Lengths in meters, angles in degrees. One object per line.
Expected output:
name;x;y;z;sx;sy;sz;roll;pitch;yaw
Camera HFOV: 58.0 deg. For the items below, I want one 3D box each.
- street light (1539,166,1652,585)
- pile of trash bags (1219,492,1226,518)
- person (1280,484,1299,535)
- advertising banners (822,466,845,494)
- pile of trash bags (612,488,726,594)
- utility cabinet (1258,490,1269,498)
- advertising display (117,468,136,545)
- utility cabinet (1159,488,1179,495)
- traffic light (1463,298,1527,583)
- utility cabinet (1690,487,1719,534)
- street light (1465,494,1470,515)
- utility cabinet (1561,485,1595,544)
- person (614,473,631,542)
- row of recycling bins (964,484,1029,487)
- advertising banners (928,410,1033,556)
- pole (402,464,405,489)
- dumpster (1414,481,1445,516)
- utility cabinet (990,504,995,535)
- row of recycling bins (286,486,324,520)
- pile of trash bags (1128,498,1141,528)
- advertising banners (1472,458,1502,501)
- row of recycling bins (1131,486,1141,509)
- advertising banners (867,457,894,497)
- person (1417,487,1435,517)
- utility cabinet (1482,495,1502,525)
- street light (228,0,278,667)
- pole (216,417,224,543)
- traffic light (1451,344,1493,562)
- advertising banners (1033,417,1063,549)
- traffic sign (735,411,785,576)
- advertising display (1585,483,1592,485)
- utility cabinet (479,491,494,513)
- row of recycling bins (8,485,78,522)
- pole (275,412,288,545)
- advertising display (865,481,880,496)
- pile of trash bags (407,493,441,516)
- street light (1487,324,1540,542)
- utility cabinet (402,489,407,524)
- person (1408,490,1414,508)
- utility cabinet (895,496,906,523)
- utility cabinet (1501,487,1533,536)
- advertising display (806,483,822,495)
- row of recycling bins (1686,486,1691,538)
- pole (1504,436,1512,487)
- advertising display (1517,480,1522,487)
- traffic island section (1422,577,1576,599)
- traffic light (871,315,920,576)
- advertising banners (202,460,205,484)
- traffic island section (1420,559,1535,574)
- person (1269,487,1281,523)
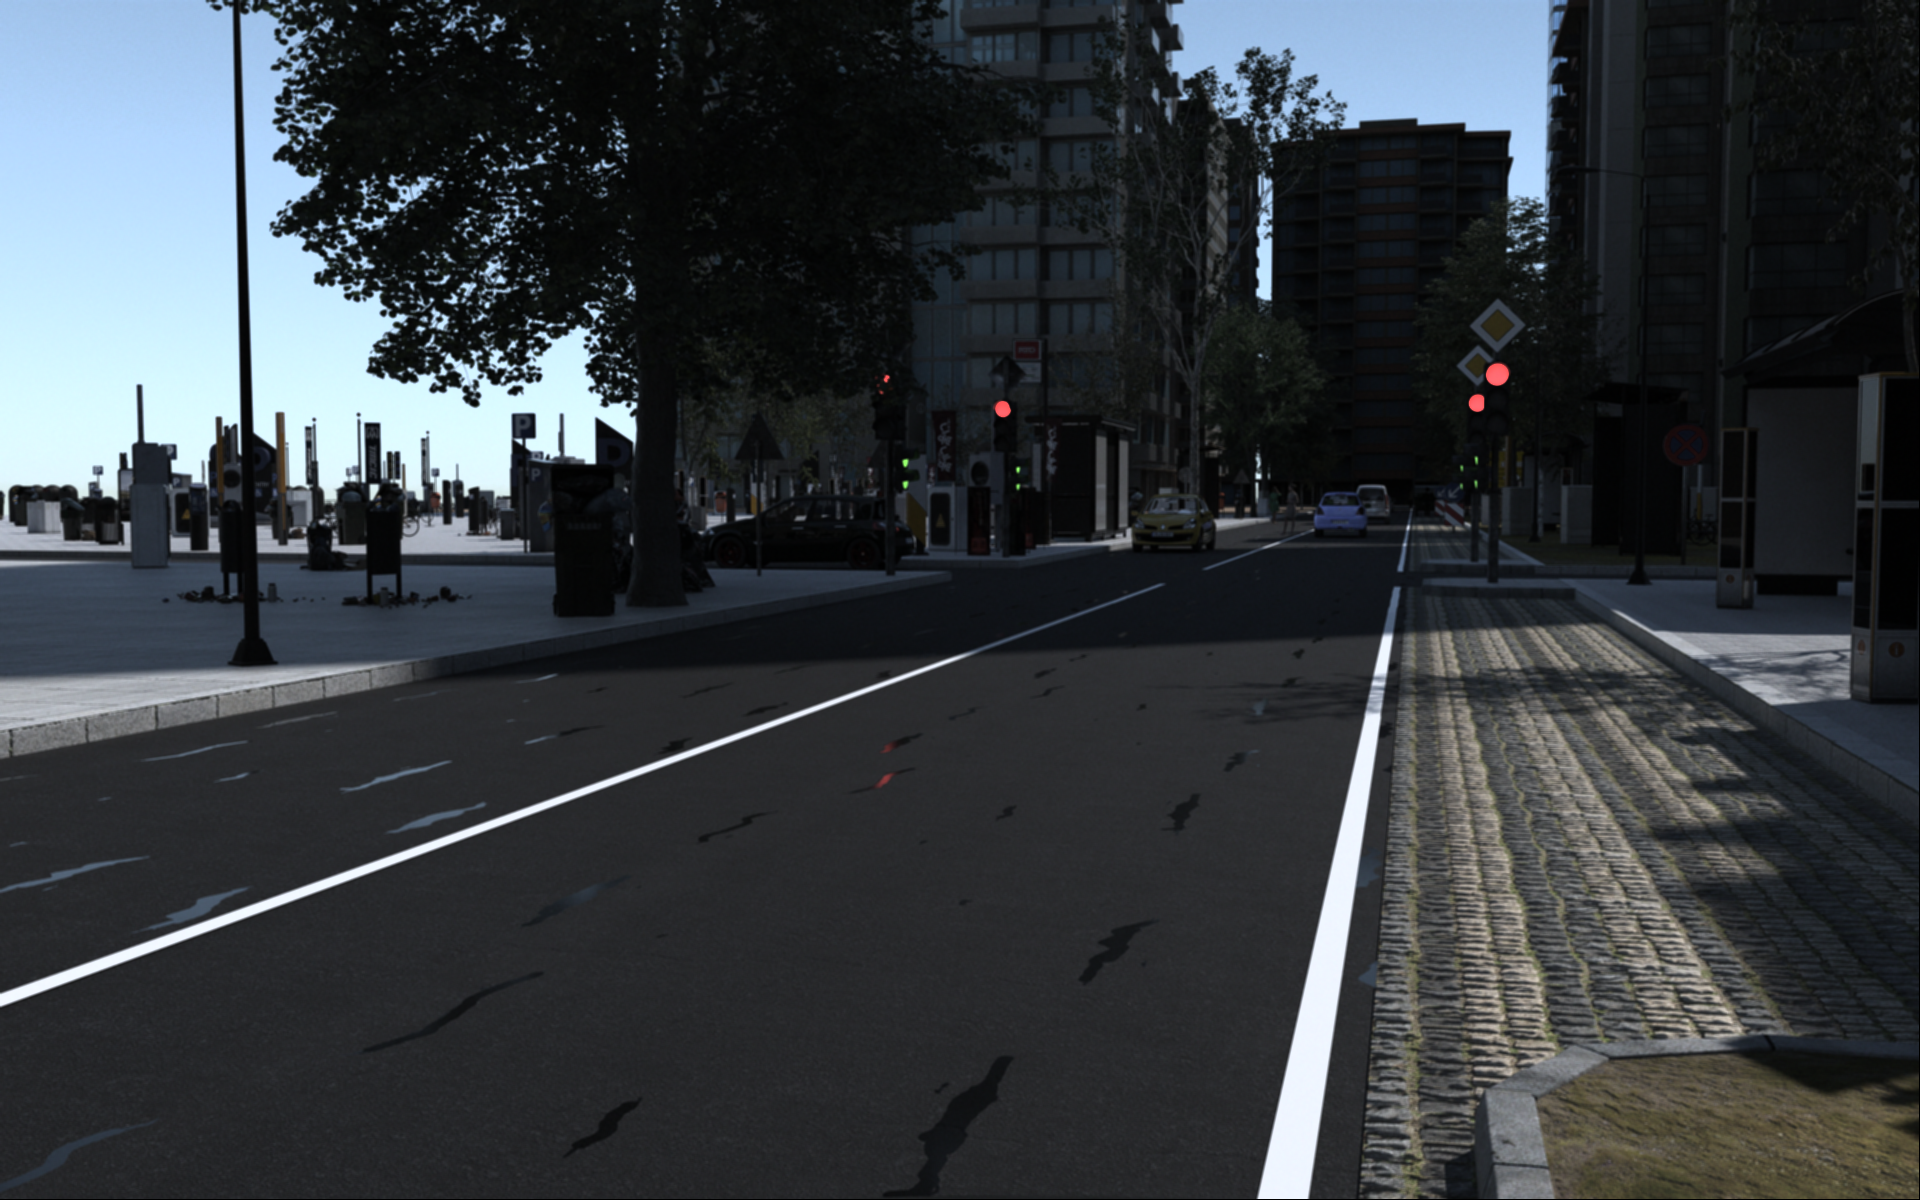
street light;9.122;-3.181;24.556;1.470;5.913;1.316;1;4;15
pile of trash bags;13.202;-5.154;94.013;1.912;1.369;3.447;-2;4;-32
person;11.450;-3.138;60.147;0.374;1.781;0.599;-2;4;-34
advertising banners;-8.166;-6.896;108.935;2.074;3.025;0.090;-2;4;-26
pile of trash bags;-4.284;-0.865;23.896;1.912;1.369;3.447;0;4;1
utility cabinet;18.479;-5.917;105.424;0.318;1.500;1.173;2;4;28
advertising display;-20.653;-2.349;43.618;0.974;1.923;0.123;-3;4;-36
utility cabinet;7.664;-3.351;63.472;0.318;1.500;1.173;-1;4;-16
traffic light;7.688;-2.203;24.942;0.839;4.253;0.868;1;4;15
utility cabinet;23.727;-2.864;55.503;0.318;1.500;1.173;-3;4;-39
street light;22.418;-6.284;75.289;1.470;5.913;1.316;1;4;15
utility cabinet;15.870;-2.157;43.954;1.173;1.500;0.318;-1;4;-12
person;-6.118;-1.363;30.974;0.537;1.800;0.526;1;4;20
row of recycling bins;1.575;-4.175;75.375;3.534;1.692;1.069;2;4;32
advertising banners;0.423;-2.442;36.121;2.074;3.025;0.090;1;4;8
pole;-37.401;-7.502;116.501;0.158;3.312;0.155;0;3;0
dumpster;30.507;-6.582;112.566;1.985;2.255;1.502;1;4;14
utility cabinet;1.018;-2.615;53.918;1.020;1.237;0.306;-1;4;-20
row of recycling bins;-33.597;-4.917;87.501;3.534;1.692;1.069;2;4;24
pile of trash bags;6.235;-3.527;67.415;1.912;1.369;3.447;0;4;7
advertising banners;24.285;-5.059;78.903;2.074;3.025;0.090;2;4;31
row of recycling bins;8.747;-5.190;91.967;1.069;1.692;3.534;-1;4;-11
advertising banners;-3.793;-5.270;82.357;0.090;3.025;2.074;3;4;36
person;29.406;-6.175;109.089;1.348;1.869;0.705;-1;4;-18
utility cabinet;21.972;-3.694;71.564;0.306;1.237;1.020;-1;4;-17
street light;-4.809;-2.458;12.734;1.470;5.913;1.316;1;4;15
pole;-19.511;-3.171;45.691;0.158;3.312;0.155;0;3;0
traffic light;9.715;-2.676;32.667;0.839;4.253;0.868;1;4;15
advertising banners;1.546;-2.690;40.173;2.074;3.025;0.090;3;5;41
traffic sign;-3.140;-1.652;27.018;0.884;2.594;0.081;2;4;23
advertising display;36.604;-5.797;99.997;0.974;1.923;0.123;2;4;32
utility cabinet;-30.229;-6.203;110.095;1.173;1.500;0.318;0;4;4
row of recycling bins;-41.896;-4.409;79.203;3.534;1.692;1.069;1;4;14
pole;-16.928;-3.019;43.209;0.158;3.312;0.155;0;3;0
advertising display;-4.413;-4.927;85.771;0.974;1.923;0.123;-2;4;-23
pile of trash bags;-31.596;-5.515;99.917;3.447;1.369;1.912;0;4;7
street light;14.824;-4.507;46.222;1.470;5.913;1.316;1;4;15
utility cabinet;-23.897;-3.947;73.212;0.318;1.500;1.173;1;4;22
person;46.448;-10.376;178.244;0.705;1.812;1.348;3;5;41
utility cabinet;-1.592;-1.947;42.998;0.306;1.237;1.020;-1;4;-15
utility cabinet;17.078;-2.715;53.069;1.173;1.500;0.318;-3;4;-39
advertising display;-8.478;-5.835;100.618;0.974;1.923;0.123;-2;4;-33
row of recycling bins;20.769;-2.675;50.842;1.069;1.692;3.534;1;4;18
pole;19.278;-4.105;60.965;0.158;3.312;0.155;0;3;0
advertising display;25.318;-4.428;77.611;0.974;1.923;0.123;-2;4;-24
traffic island section;7.724;-0.169;25.046;2.009;0.180;2.903;1;4;15
traffic light;-1.081;-2.342;27.219;0.839;4.253;0.868;1;4;15
advertising banners;-39.502;-5.740;90.035;0.090;3.025;2.074;-2;4;-35
traffic island section;9.751;-0.642;32.771;2.009;0.180;2.903;1;4;15
person;15.329;-4.633;84.499;0.600;1.795;0.529;1;4;23
